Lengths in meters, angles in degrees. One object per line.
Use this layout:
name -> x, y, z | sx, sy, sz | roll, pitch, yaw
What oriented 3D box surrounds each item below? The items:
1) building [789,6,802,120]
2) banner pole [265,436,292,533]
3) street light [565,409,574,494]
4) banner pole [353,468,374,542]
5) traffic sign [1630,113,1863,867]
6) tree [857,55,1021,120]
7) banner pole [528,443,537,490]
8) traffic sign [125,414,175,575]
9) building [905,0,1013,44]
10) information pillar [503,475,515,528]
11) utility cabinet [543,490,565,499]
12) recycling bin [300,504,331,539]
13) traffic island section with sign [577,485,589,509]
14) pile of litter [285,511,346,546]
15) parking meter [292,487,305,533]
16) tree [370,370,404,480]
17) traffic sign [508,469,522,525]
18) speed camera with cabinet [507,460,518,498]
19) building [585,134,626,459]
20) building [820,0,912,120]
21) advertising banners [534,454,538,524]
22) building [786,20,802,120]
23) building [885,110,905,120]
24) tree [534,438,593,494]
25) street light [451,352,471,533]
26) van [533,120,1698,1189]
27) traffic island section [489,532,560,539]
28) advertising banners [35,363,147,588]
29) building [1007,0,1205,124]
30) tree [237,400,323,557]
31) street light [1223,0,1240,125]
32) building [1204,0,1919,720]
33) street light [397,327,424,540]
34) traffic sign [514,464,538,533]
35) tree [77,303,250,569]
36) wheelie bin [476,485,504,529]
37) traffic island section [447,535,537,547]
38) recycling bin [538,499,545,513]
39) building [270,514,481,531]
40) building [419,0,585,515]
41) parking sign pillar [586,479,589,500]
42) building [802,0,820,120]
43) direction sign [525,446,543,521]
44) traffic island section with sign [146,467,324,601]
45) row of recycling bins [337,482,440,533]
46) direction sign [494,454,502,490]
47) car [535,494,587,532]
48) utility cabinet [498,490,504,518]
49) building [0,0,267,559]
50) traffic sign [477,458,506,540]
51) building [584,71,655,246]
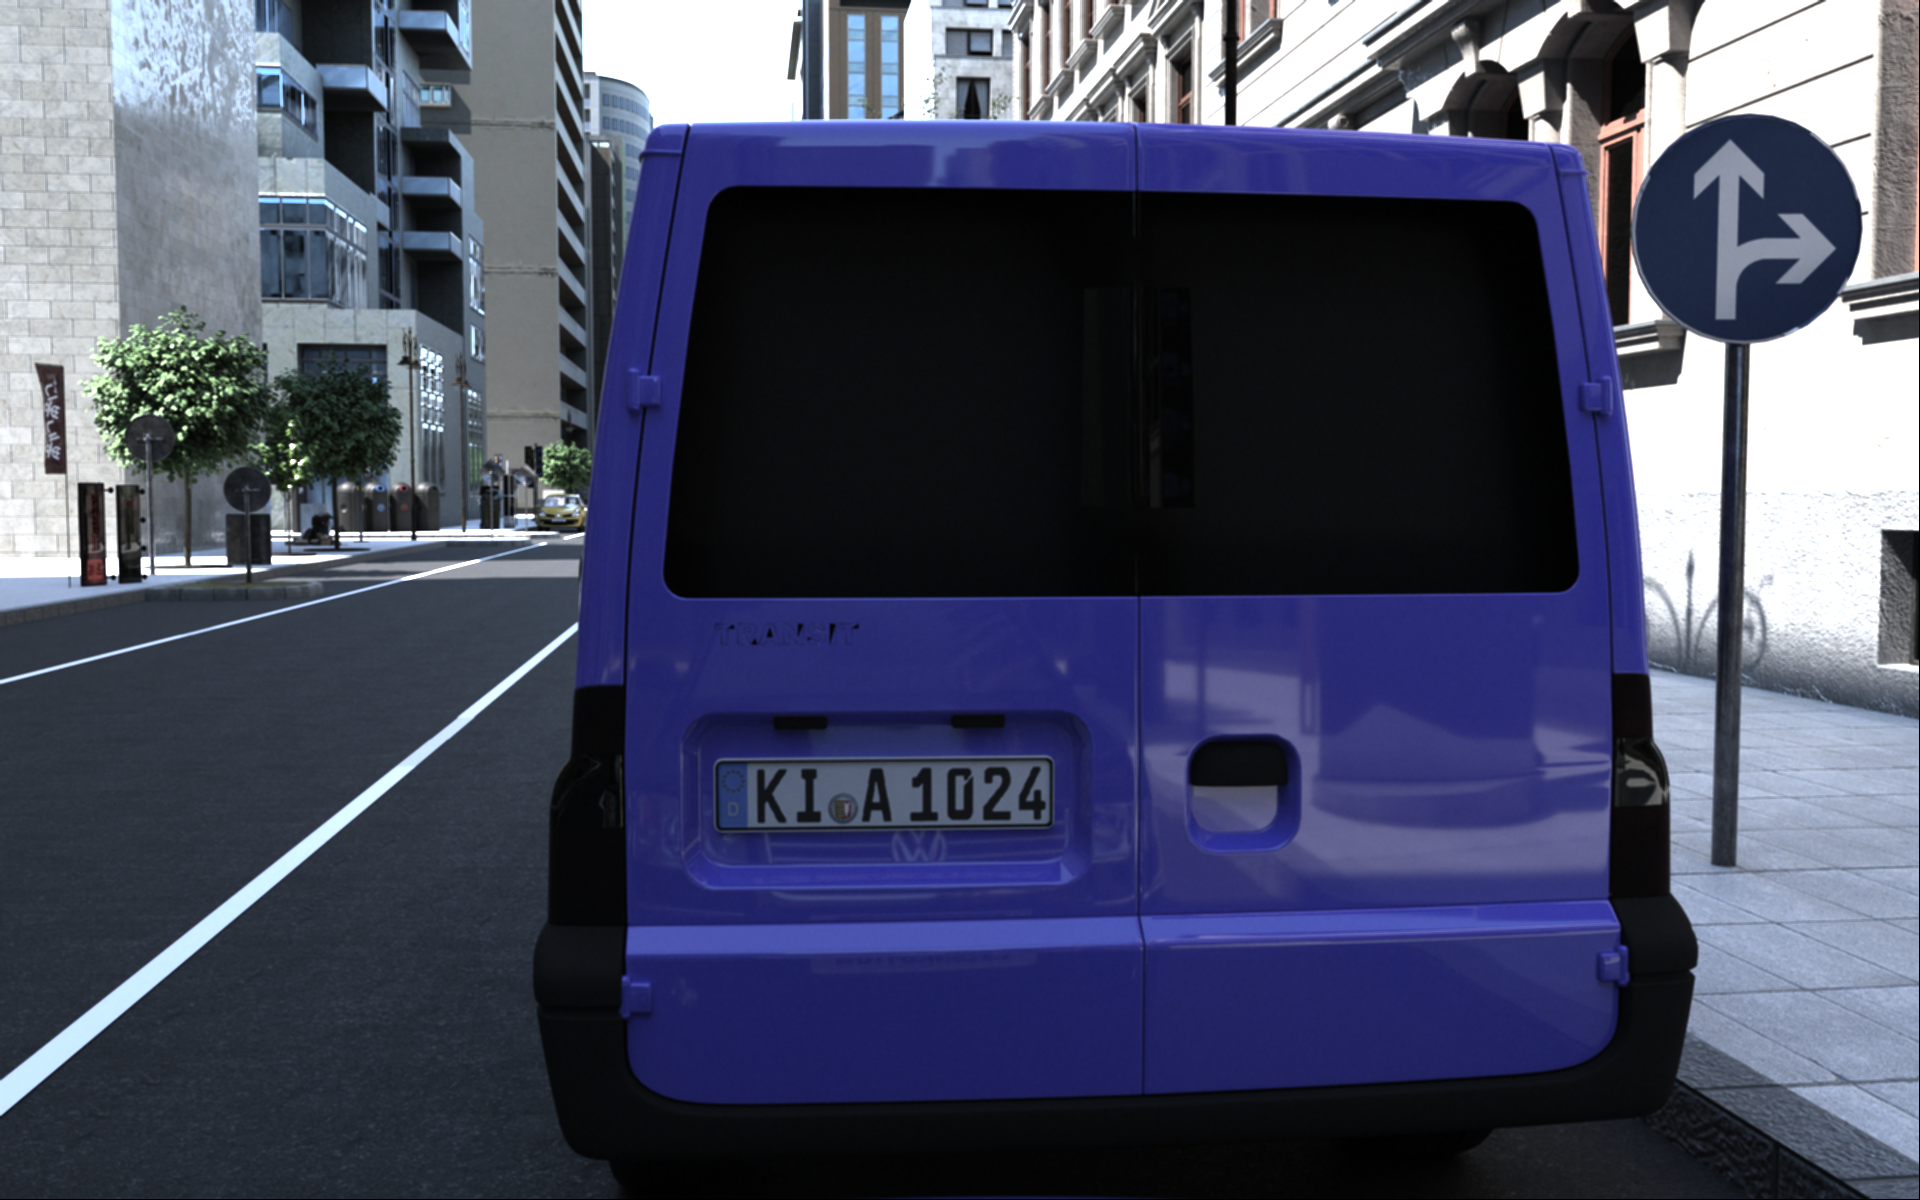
building -> -18.003, -58.885, 275.438 | 22.319, 86.520, 31.000 | 0, 4, -7
banner pole -> -22.421, -4.087, 56.840 | 0.863, 3.779, 0.401 | -1, 4, -18
street light -> -21.078, -7.389, 93.606 | 0.468, 5.910, 1.993 | 0, 4, -7
banner pole -> -15.963, -3.451, 46.437 | 0.401, 3.779, 0.863 | 1, 4, 13
traffic sign -> 2.646, -0.356, 5.921 | 0.768, 2.556, 0.104 | 0, 4, 2
tree -> -0.039, -4.838, 29.469 | 4.360, 8.622, 3.978 | 0, 3, 0
banner pole -> -21.103, -5.849, 85.644 | 0.863, 3.779, 0.401 | 2, 4, 35
traffic sign -> -12.875, -1.678, 27.540 | 0.768, 2.556, 0.104 | 0, 4, -5
building -> 6.768, -12.947, 66.439 | 16.860, 20.320, 10.420 | 0, 4, -7
information pillar -> -16.989, -3.716, 65.241 | 0.304, 2.012, 0.304 | 2, 4, 31
utility cabinet -> -22.345, -5.304, 95.402 | 1.173, 1.500, 0.318 | 0, 4, 0
recycling bin -> -17.139, -2.050, 46.077 | 0.722, 1.027, 0.722 | -1, 4, -17
traffic island section with sign -> -17.008, -4.276, 78.547 | 1.989, 1.847, 2.006 | 0, 4, -7
pile of litter -> -16.185, -1.805, 43.471 | 1.719, 0.858, 1.176 | 3, 4, 37
parking meter -> -21.662, -3.120, 56.730 | 0.255, 1.863, 0.399 | 1, 4, 22
tree -> -14.172, -3.399, 39.290 | 4.285, 4.588, 4.351 | 0, 3, 0
traffic sign -> -18.098, -4.189, 70.620 | 0.606, 2.300, 0.079 | 0, 4, -2
speed camera with cabinet -> -26.707, -6.542, 101.305 | 0.660, 3.252, 2.038 | 1, 4, 23
building -> -44.360, -31.044, 191.160 | 14.154, 41.232, 14.086 | 0, 4, -7
building -> -4.239, -30.142, 142.934 | 14.600, 45.320, 14.200 | 0, 4, -7
advertising banners -> -17.919, -4.716, 73.287 | 0.090, 3.025, 2.074 | -1, 4, -16
building -> -4.411, -36.902, 192.584 | 28.713, 52.752, 27.495 | 0, 4, -7
building -> -1.109, -16.669, 101.415 | 11.050, 23.489, 19.941 | 0, 4, -7
tree -> -23.390, -7.419, 105.012 | 4.285, 4.588, 4.351 | 0, 3, 0
street light -> -16.264, -5.127, 56.612 | 0.468, 5.910, 1.993 | 0, 4, -7
van -> 0.007, -0.057, 5.316 | 2.240, 2.365, 5.245 | 0, 4, -6
traffic island section -> -14.222, -2.109, 56.760 | 2.009, 0.180, 2.903 | 0, 4, -7
advertising banners -> -12.107, -1.711, 24.166 | 0.090, 3.025, 2.074 | 1, 4, 12
building -> 7.663, -12.294, 37.159 | 11.583, 22.565, 21.152 | 0, 4, -7
tree -> -14.033, -2.519, 35.794 | 1.663, 3.219, 1.824 | 0, 3, 0
street light -> 1.662, -2.317, 10.676 | 0.468, 5.910, 1.993 | 0, 4, -7
building -> 11.000, -13.898, 14.617 | 14.401, 28.519, 23.554 | 0, 4, -7
street light -> -15.196, -4.601, 48.015 | 0.468, 5.910, 1.993 | 0, 4, -7
traffic sign -> -14.200, -3.245, 56.702 | 0.795, 2.450, 0.064 | 0, 4, -7
tree -> -13.486, -2.830, 29.981 | 4.285, 4.588, 4.351 | 0, 3, 0
wheelie bin -> -17.072, -3.374, 63.065 | 0.980, 1.594, 0.693 | -2, 4, -31
traffic island section -> -13.212, -1.624, 48.839 | 2.009, 0.180, 2.903 | 0, 4, -7
recycling bin -> -20.714, -4.556, 87.047 | 0.722, 1.027, 0.722 | 3, 5, 40
building -> -32.009, -46.452, 72.156 | 22.319, 86.520, 31.000 | 0, 4, -7
building -> -36.766, -30.078, 115.482 | 21.300, 48.544, 21.600 | 0, 4, -7
parking sign pillar -> -25.553, -8.086, 120.684 | 1.447, 3.967, 1.447 | 0, 4, -5
building -> -4.363, -38.034, 163.852 | 21.231, 58.520, 28.212 | 0, 4, -7
direction sign -> -20.227, -5.520, 82.248 | 0.876, 3.537, 0.379 | 1, 4, 11
traffic island section with sign -> -10.099, -0.961, 24.335 | 1.989, 1.847, 2.006 | 0, 4, -7
row of recycling bins -> -19.349, -3.148, 58.577 | 3.534, 1.692, 1.069 | -3, 5, -44
direction sign -> -26.199, -6.506, 98.364 | 0.379, 3.537, 0.876 | -3, 5, -41
car -> -15.264, -3.448, 66.590 | 2.015, 1.641, 3.980 | 0, 4, -8
utility cabinet -> -24.865, -5.126, 92.496 | 1.173, 1.500, 0.318 | 2, 4, 31
building -> -25.638, -11.212, 38.074 | 16.860, 20.320, 10.420 | 0, 4, -7
traffic sign -> -13.190, -2.761, 48.780 | 0.795, 2.450, 0.064 | 0, 4, -7
building -> -53.760, -42.819, 242.083 | 21.231, 58.520, 28.212 | 0, 4, -7
